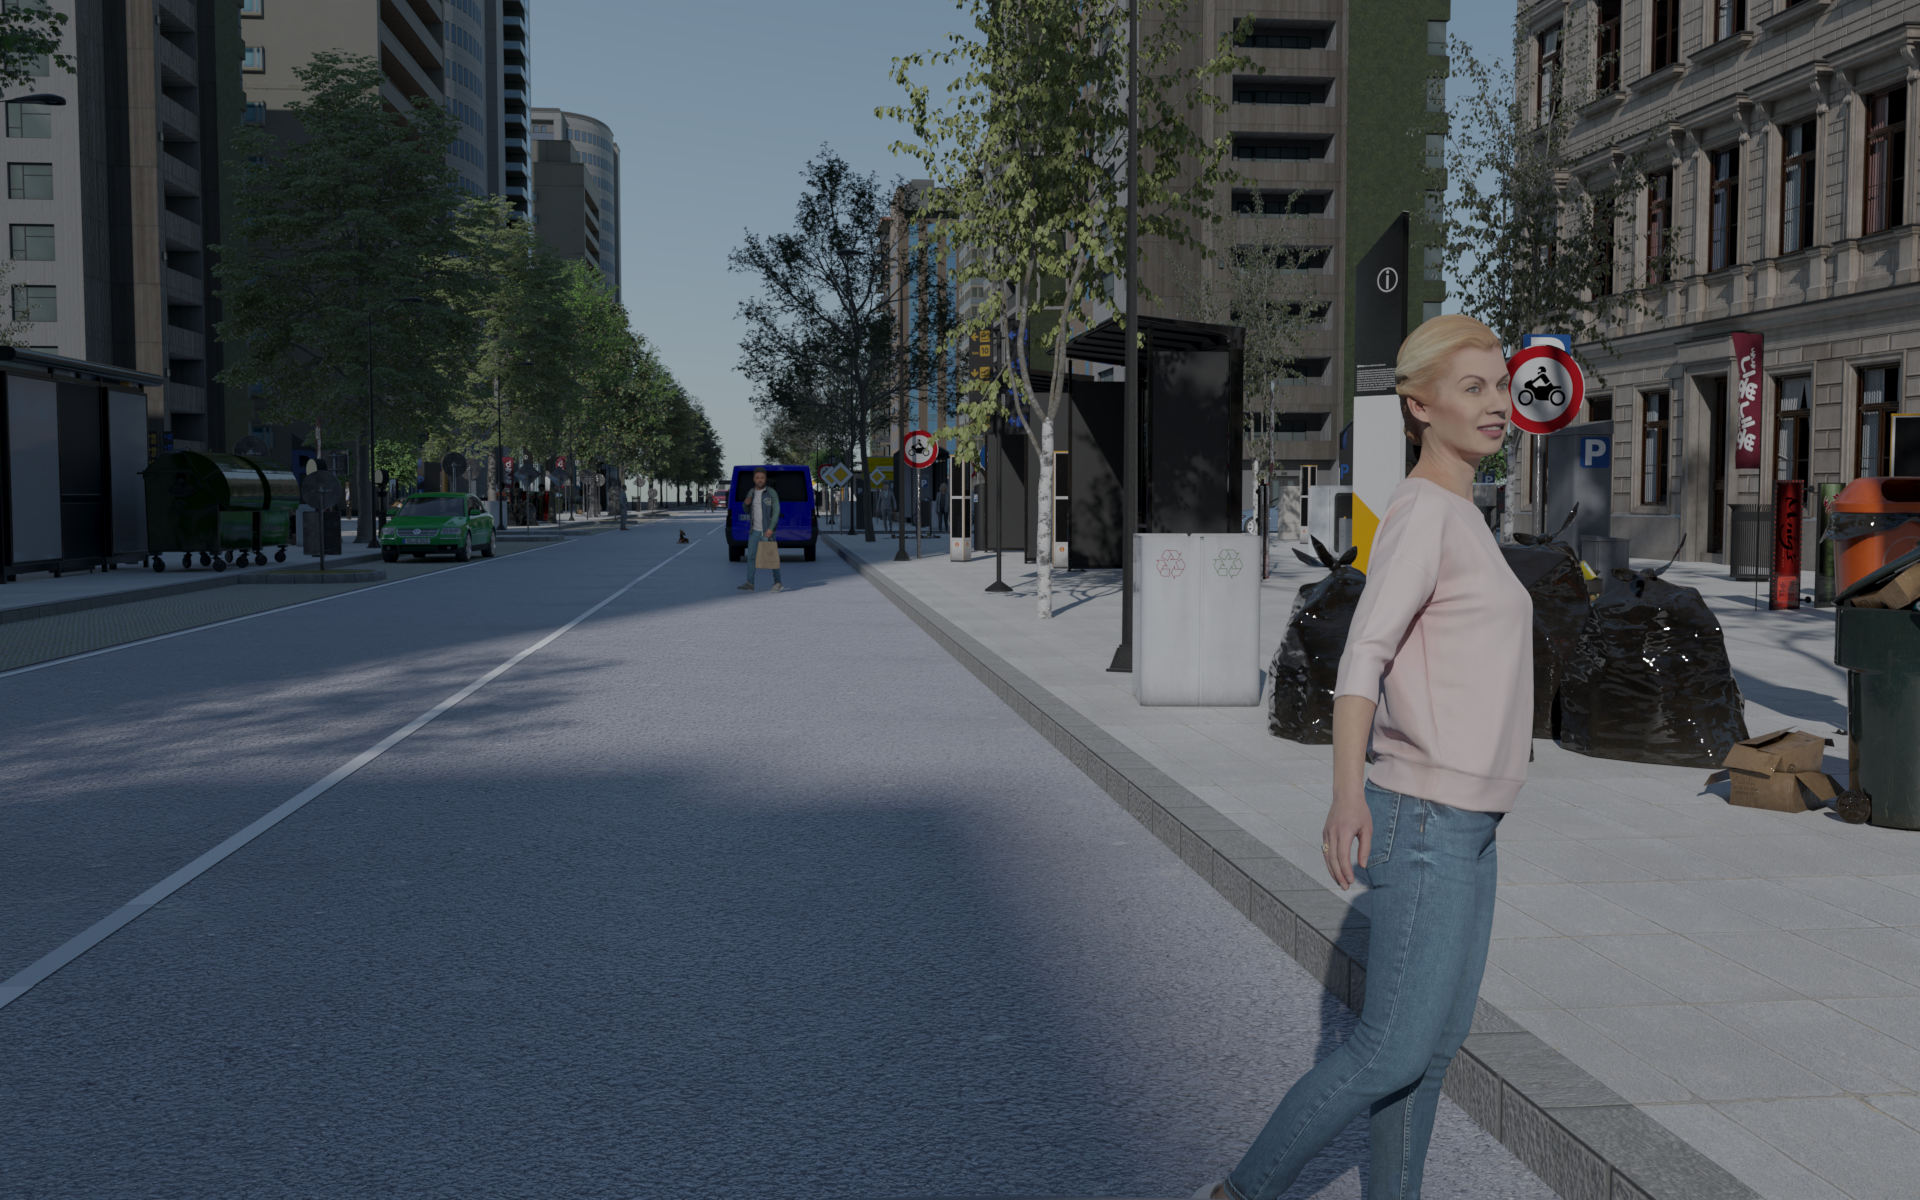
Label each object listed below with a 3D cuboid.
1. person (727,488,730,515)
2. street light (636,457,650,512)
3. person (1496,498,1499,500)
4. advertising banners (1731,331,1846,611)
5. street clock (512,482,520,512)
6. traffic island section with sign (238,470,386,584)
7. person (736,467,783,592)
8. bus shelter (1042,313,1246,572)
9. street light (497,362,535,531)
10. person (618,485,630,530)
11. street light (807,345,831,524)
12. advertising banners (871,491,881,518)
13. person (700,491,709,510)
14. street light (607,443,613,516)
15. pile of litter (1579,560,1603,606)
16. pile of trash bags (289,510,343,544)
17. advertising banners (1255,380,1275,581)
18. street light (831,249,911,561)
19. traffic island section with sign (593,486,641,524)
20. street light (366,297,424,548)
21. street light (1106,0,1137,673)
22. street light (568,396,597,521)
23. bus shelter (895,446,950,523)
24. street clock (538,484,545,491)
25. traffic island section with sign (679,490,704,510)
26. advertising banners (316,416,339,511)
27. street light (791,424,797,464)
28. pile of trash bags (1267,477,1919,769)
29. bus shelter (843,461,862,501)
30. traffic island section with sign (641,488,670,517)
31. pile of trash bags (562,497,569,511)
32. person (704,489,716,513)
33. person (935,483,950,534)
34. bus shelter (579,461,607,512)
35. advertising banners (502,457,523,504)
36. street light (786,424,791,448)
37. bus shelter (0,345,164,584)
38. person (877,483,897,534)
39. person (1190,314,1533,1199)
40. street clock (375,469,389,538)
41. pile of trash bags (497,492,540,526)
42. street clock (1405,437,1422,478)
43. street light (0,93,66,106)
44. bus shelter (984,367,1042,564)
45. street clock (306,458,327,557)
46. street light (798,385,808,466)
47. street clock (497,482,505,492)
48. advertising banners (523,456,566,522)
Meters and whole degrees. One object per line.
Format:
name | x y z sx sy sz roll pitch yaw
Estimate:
person | -15.201 -6.486 114.739 0.583 1.804 0.606 -2 4 -35
street light | -22.474 -9.247 123.722 1.470 5.913 1.316 0 4 -6
person | 19.037 -3.277 62.248 0.590 1.801 0.661 1 4 15
advertising banners | 9.168 -1.403 19.124 2.074 3.025 0.090 -2 4 -28
street clock | -25.907 -5.900 101.040 0.358 2.002 0.471 2 4 26
traffic island section with sign | -10.545 -1.209 28.390 1.989 1.847 2.006 0 4 -6
person | -2.831 -1.010 24.994 0.794 1.824 0.713 3 5 44
bus shelter | 2.614 -2.103 25.662 1.731 3.624 6.357 0 4 -6
street light | -15.642 -5.407 60.941 1.470 5.913 1.316 0 4 -6
person | -13.387 -3.688 68.901 0.391 1.810 0.635 -1 4 -19
street light | -3.902 -4.972 53.832 1.470 5.913 1.316 0 4 -6
advertising banners | -3.803 -6.164 96.962 2.074 3.025 0.090 -1 4 -17
person | -22.959 -9.053 157.227 1.217 1.735 0.721 0 4 6
street light | -20.295 -7.977 102.969 1.470 5.913 1.316 0 4 -6
pile of litter | 4.360 0.089 12.507 1.719 0.858 1.176 2 4 33
pile of trash bags | -17.806 -2.164 45.129 3.447 1.369 1.912 0 4 -3
advertising banners | 4.614 -1.829 26.091 0.090 3.025 2.074 1 4 16
street light | -1.653 -3.702 33.074 1.470 5.913 1.316 0 4 -6
traffic island section with sign | -16.570 -4.574 83.407 1.989 1.847 2.006 0 4 -6
street light | -13.349 -4.183 40.940 1.470 5.913 1.316 0 4 -6
street light | 0.691 -2.434 12.339 1.470 5.913 1.316 0 4 -6
street light | -17.904 -6.702 82.118 1.470 5.913 1.316 0 4 -6
bus shelter | -1.541 -4.871 73.569 2.014 3.302 5.546 0 4 -6
street clock | -29.149 -7.104 120.716 0.471 2.002 0.358 -2 4 -33
traffic island section with sign | -24.990 -9.266 160.123 1.989 1.847 2.006 0 4 -6
advertising banners | -14.001 -2.576 38.306 0.090 3.025 2.074 -2 4 -31
street light | -8.270 -7.419 93.839 1.470 5.913 1.316 0 4 -6
pile of trash bags | 3.394 0.053 8.894 3.447 1.369 1.912 0 4 -4
bus shelter | -6.513 -7.081 109.697 2.014 3.302 5.546 0 4 -6
traffic island section with sign | -19.542 -6.227 110.446 1.989 1.847 2.006 0 4 -6
pile of trash bags | -30.321 -7.352 129.951 1.912 1.369 3.447 -1 4 -11
person | -19.141 -7.595 132.643 0.822 1.834 0.622 1 4 12
person | -0.464 -2.975 57.324 0.709 1.800 0.728 1 4 9
bus shelter | -26.467 -8.230 125.839 1.731 3.624 6.357 0 4 -6
advertising banners | -20.557 -5.238 81.834 2.074 3.025 0.090 -1 4 -20
street light | -10.671 -8.715 115.026 1.470 5.913 1.316 0 4 -6
bus shelter | -14.509 -2.946 25.796 2.179 5.291 8.768 0 4 -6
person | -2.512 -3.124 59.698 0.709 1.813 0.853 0 4 -3
person | 0.682 0.378 2.985 0.598 1.740 0.731 1 4 13
street clock | -16.767 -2.794 50.246 0.471 2.002 0.358 3 5 39
pile of trash bags | -18.307 -3.696 70.177 1.912 1.369 3.447 -2 4 -27
street clock | 4.506 -0.769 17.142 0.471 2.002 0.358 -3 5 -41
street light | -11.072 -2.915 20.197 1.470 5.913 1.316 0 4 -6
bus shelter | 1.361 -2.666 34.872 1.731 3.624 6.357 0 4 -6
street clock | -13.091 -1.878 35.273 0.471 2.002 0.358 3 5 41
street light | -5.967 -6.150 73.100 1.470 5.913 1.316 0 4 -6
street clock | -27.069 -5.971 102.189 0.358 2.002 0.471 2 4 33
advertising banners | -19.263 -5.164 80.612 2.074 3.025 0.090 1 4 15
